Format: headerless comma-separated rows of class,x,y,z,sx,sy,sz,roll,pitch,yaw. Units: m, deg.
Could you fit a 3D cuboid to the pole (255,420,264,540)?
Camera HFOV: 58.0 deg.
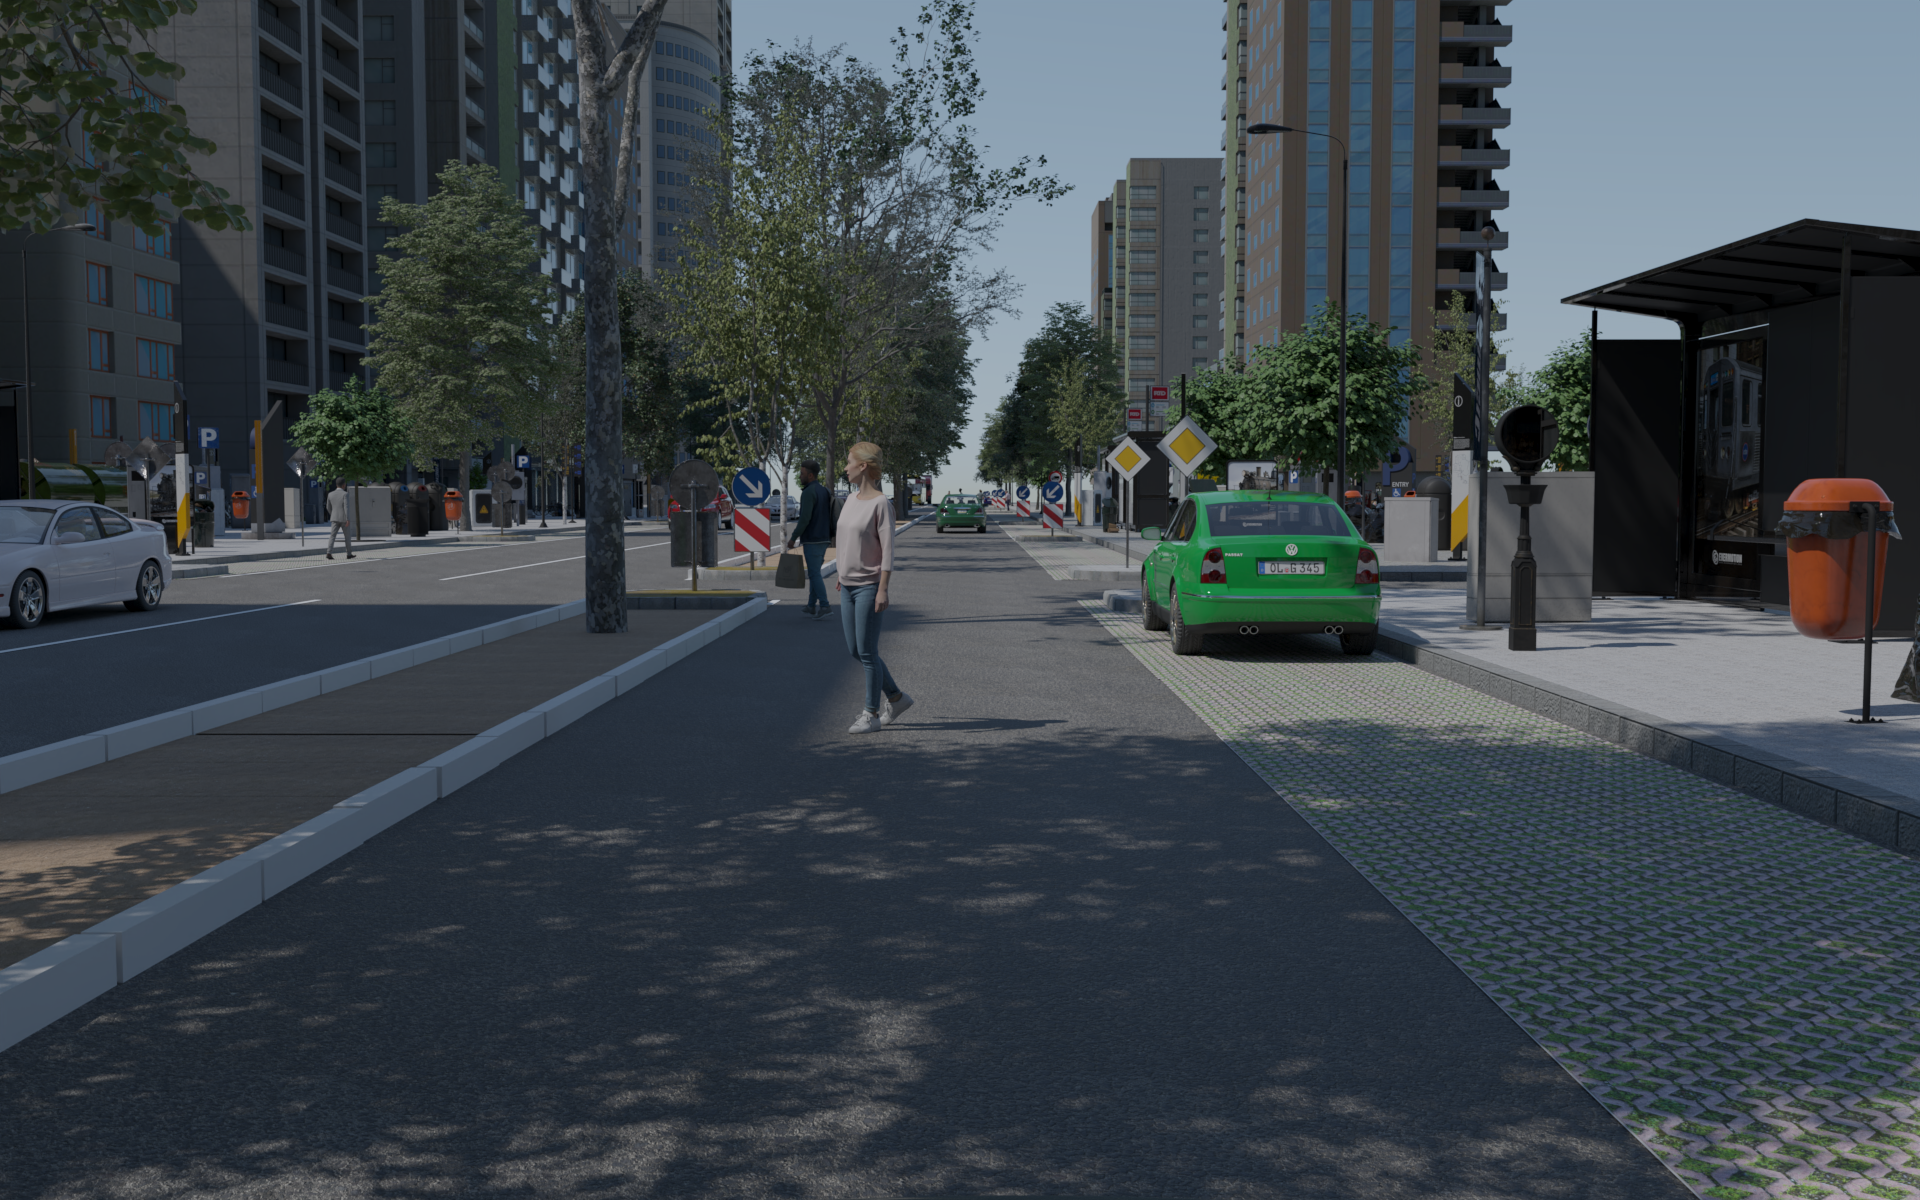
pole,-19.451,-3.318,48.085,0.158,3.312,0.155,0,3,0

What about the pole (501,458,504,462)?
pole,-25.983,-6.399,98.461,0.158,3.312,0.155,0,3,0

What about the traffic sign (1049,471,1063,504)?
traffic sign,5.243,-5.810,95.098,0.768,2.556,0.104,0,4,3

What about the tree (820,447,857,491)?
tree,-16.191,-20.543,252.880,9.611,12.733,9.660,0,3,0

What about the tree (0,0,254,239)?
tree,-3.573,-5.116,4.226,7.486,12.596,7.792,0,3,0

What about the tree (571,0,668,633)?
tree,-2.438,-9.668,16.420,12.611,20.169,13.585,0,3,0

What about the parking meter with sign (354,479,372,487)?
parking meter with sign,-27.257,-5.067,79.100,1.738,3.016,0.543,0,4,0

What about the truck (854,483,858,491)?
truck,-10.366,-12.957,201.606,2.967,4.110,18.799,0,4,0

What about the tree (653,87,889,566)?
tree,-3.642,-4.807,31.419,4.737,8.622,4.395,0,3,0

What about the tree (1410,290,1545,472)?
tree,18.178,-6.810,61.699,4.737,8.622,4.395,0,3,0

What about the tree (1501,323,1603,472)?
tree,12.143,-3.037,33.376,4.285,4.588,4.351,0,3,0

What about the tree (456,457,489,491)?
tree,-24.821,-5.782,89.138,1.663,3.219,1.824,0,3,0

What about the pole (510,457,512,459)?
pole,-24.394,-6.150,94.393,0.158,3.312,0.155,0,3,0

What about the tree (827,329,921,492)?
tree,-3.601,-7.360,73.161,4.360,8.622,3.978,0,3,0

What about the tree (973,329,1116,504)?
tree,6.434,-12.267,117.574,9.611,12.733,9.660,0,3,0

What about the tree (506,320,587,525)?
tree,-16.879,-7.484,72.726,4.360,8.622,3.978,0,3,0

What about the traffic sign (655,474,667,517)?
traffic sign,-16.384,-5.804,95.004,0.768,2.556,0.104,0,4,8

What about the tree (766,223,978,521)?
tree,-3.812,-10.480,80.459,9.857,13.997,8.962,0,3,0

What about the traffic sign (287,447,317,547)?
traffic sign,-16.010,-2.505,42.143,0.795,2.450,0.064,1,4,9

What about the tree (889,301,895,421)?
tree,-3.723,-5.103,36.247,4.737,8.622,4.395,0,3,0

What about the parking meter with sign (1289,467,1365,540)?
parking meter with sign,9.055,-2.825,42.452,1.738,3.016,0.543,0,4,7

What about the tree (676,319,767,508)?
tree,-16.261,-13.204,122.534,9.857,13.997,8.962,0,3,0

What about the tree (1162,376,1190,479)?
tree,6.091,-3.412,39.499,4.285,4.588,4.351,0,3,0

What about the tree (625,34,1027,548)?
tree,-3.444,-8.125,45.671,12.009,13.543,11.850,0,3,0

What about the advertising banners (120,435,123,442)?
advertising banners,-25.554,-3.451,52.613,0.090,3.025,2.074,-2,4,-33

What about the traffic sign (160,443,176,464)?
traffic sign,-19.720,-2.637,43.226,0.768,2.556,0.104,0,4,1

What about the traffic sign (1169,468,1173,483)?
traffic sign,7.928,-3.959,66.862,0.606,2.300,0.079,1,4,8

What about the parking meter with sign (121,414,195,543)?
parking meter with sign,-17.797,-2.546,37.890,1.738,3.016,0.543,0,4,4

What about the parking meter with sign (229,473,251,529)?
parking meter with sign,-26.707,-4.161,64.295,1.738,3.016,0.543,-2,4,-29

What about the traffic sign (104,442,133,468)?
traffic sign,-20.425,-2.567,42.078,0.768,2.556,0.104,0,4,6

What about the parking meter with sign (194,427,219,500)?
parking meter with sign,-20.253,-3.038,45.939,1.738,3.016,0.543,3,5,44

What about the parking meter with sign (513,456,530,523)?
parking meter with sign,-19.735,-4.988,77.811,0.543,3.016,1.738,0,4,-5

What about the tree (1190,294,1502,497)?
tree,6.167,-2.748,28.650,4.285,4.588,4.351,0,3,0

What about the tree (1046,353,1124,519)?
tree,6.180,-8.552,90.193,4.737,8.622,4.395,0,3,0

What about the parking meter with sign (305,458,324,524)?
parking meter with sign,-27.659,-4.775,74.330,0.543,3.016,1.738,0,4,-4

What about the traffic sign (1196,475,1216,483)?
traffic sign,8.544,-3.696,54.302,2.265,3.308,0.079,0,4,6

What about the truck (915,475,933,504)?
truck,-5.366,-16.268,254.888,2.839,4.237,11.283,0,4,0

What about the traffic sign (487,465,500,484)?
traffic sign,-20.693,-4.711,77.125,0.768,2.556,0.104,0,4,4

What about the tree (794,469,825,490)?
tree,-15.810,-12.164,182.590,4.285,4.588,4.351,0,3,0

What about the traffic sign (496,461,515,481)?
traffic sign,-17.678,-4.116,67.395,0.768,2.556,0.104,0,4,8

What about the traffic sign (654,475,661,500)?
traffic sign,-17.871,-6.299,103.099,0.768,2.556,0.104,0,4,3

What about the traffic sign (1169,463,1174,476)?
traffic sign,8.023,-4.151,67.978,0.768,2.556,0.104,0,4,1

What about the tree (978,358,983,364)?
tree,-3.261,-11.171,91.763,9.857,13.997,8.962,0,3,0

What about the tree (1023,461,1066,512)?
tree,6.262,-8.800,127.590,4.285,4.588,4.351,0,3,0

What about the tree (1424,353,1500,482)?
tree,26.424,-8.653,91.833,4.360,8.622,3.978,0,3,0

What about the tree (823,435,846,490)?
tree,-15.391,-17.477,220.168,8.767,10.594,7.601,2,4,28

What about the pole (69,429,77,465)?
pole,-27.761,-3.697,54.281,0.158,3.312,0.155,0,3,0

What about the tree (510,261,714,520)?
tree,-16.897,-10.297,85.362,9.611,12.733,9.660,0,3,0

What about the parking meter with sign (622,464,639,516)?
parking meter with sign,-19.359,-6.342,99.948,0.543,3.016,1.738,3,5,42

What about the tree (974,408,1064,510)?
tree,6.315,-14.345,168.949,8.767,10.594,7.601,-1,4,-20

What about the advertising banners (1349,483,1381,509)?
advertising banners,17.034,-4.664,72.444,2.074,3.025,0.090,-2,4,-23

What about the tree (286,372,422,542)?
tree,-16.346,-3.860,46.827,4.285,4.588,4.351,0,3,0

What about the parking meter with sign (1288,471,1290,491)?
parking meter with sign,8.633,-2.899,43.658,1.738,3.016,0.543,-2,4,-31

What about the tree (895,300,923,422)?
tree,-3.103,-6.219,54.505,4.737,8.622,4.395,0,3,0

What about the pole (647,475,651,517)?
pole,-17.072,-6.184,94.954,0.158,3.312,0.155,0,3,0

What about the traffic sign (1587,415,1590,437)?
traffic sign,8.664,-1.398,22.960,0.768,2.556,0.104,0,4,1

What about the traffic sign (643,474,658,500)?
traffic sign,-18.042,-6.184,101.115,0.884,2.594,0.081,0,4,3
